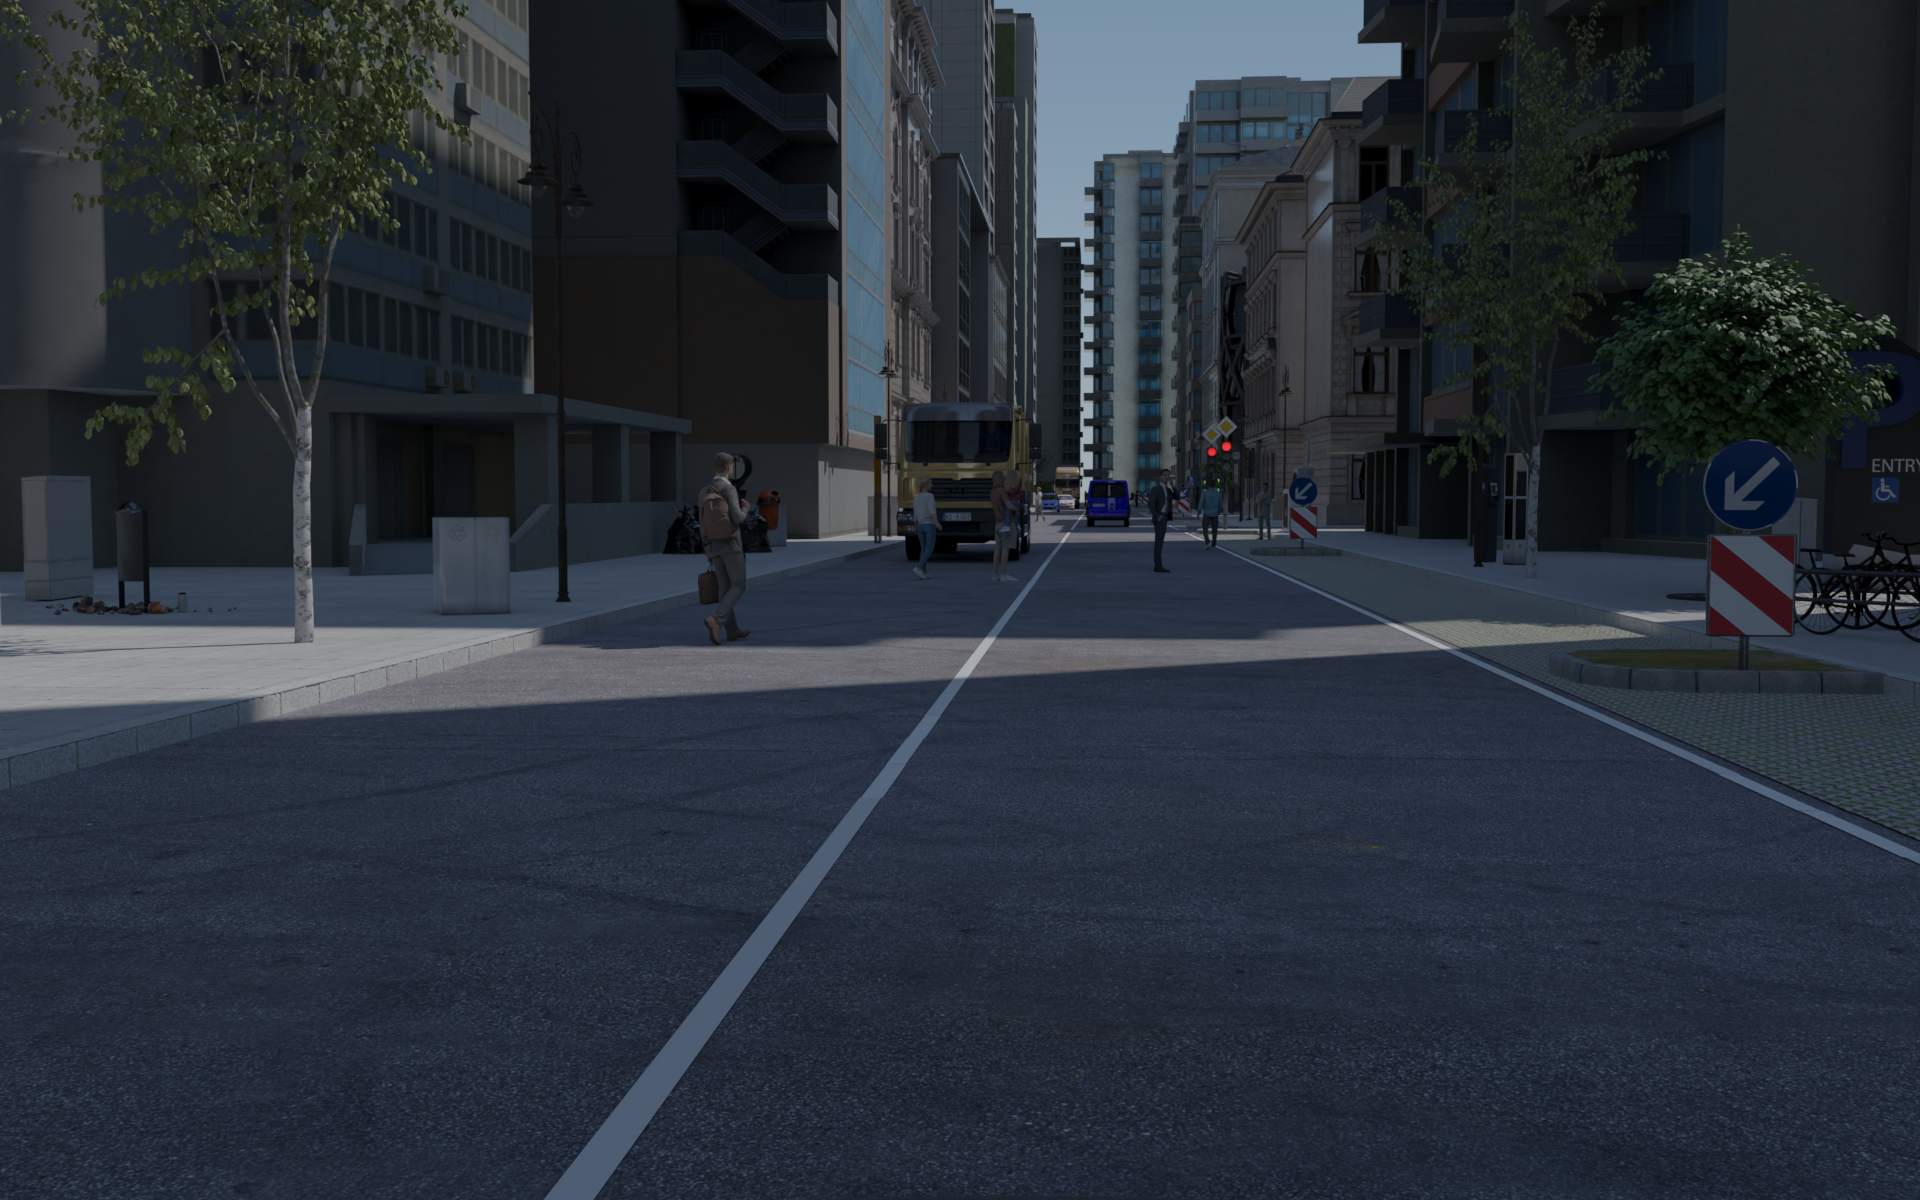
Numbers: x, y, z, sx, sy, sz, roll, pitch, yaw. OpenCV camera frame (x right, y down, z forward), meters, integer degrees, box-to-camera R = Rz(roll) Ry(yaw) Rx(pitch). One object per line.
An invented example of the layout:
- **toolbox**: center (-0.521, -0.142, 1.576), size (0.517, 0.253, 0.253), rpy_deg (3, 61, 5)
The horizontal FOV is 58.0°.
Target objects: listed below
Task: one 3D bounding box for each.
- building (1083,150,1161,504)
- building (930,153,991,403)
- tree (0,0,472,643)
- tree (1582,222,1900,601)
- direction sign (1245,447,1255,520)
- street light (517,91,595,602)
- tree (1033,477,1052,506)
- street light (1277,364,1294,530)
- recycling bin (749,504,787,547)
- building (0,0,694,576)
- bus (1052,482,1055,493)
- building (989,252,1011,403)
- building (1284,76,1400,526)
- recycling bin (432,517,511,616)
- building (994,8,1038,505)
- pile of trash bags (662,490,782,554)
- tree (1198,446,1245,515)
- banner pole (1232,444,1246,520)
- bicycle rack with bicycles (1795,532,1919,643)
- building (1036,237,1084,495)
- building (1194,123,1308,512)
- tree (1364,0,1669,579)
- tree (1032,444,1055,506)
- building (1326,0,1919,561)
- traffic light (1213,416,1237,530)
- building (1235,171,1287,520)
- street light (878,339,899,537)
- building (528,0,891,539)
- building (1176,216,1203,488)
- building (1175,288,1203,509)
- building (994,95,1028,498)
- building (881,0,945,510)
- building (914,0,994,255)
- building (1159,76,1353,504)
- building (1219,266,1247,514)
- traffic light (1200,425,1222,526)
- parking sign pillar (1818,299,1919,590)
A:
- **building**: center (32.456, -37.944, 239.995), size (30.456, 49.044, 23.786), rpy_deg (0, 4, 5)
- **building**: center (-6.014, -17.846, 110.853), size (14.314, 24.678, 30.058), rpy_deg (0, 4, 5)
- **tree**: center (-5.845, -3.946, 14.883), size (4.737, 8.622, 4.395), rpy_deg (0, 3, 0)
- **tree**: center (9.387, -2.289, 21.147), size (4.285, 4.588, 4.351), rpy_deg (0, 3, 0)
- **direction sign**: center (14.147, -5.662, 84.574), size (0.379, 3.537, 0.876), rpy_deg (-1, 4, -20)
- **street light**: center (-4.725, -2.916, 20.457), size (0.468, 5.910, 1.993), rpy_deg (0, 4, 5)
- **tree**: center (8.683, -11.961, 190.160), size (1.663, 3.219, 1.824), rpy_deg (0, 3, 0)
- **street light**: center (11.575, -5.438, 61.701), size (0.468, 5.910, 1.993), rpy_deg (0, 4, 5)
- **recycling bin**: center (-4.700, -1.810, 42.140), size (0.722, 1.027, 0.722), rpy_deg (2, 4, 27)
- **building**: center (-22.792, -21.011, 35.415), size (32.217, 40.220, 23.993), rpy_deg (0, 4, 5)
- **bus**: center (12.156, -12.365, 197.035), size (2.948, 3.499, 13.247), rpy_deg (0, 4, 5)
- **building**: center (-1.430, -17.478, 134.915), size (9.793, 20.994, 18.267), rpy_deg (0, 4, 5)
- **building**: center (24.361, -12.808, 74.039), size (19.286, 19.102, 10.561), rpy_deg (0, 4, 5)
- **recycling bin**: center (-5.278, -0.376, 18.702), size (0.722, 1.027, 0.722), rpy_deg (-2, 4, -23)
- **building**: center (-4.853, -40.909, 210.857), size (28.212, 58.520, 21.231), rpy_deg (0, 4, 5)
- **pile of trash bags**: center (-4.953, -1.738, 38.171), size (1.912, 1.369, 3.447), rpy_deg (2, 4, 25)
- **tree**: center (16.343, -7.517, 106.625), size (4.285, 4.588, 4.351), rpy_deg (0, 3, 0)
- **banner pole**: center (13.856, -5.872, 86.032), size (0.863, 3.779, 0.401), rpy_deg (3, 5, 41)
- **bicycle rack with bicycles**: center (8.546, -0.146, 15.765), size (2.852, 0.926, 2.925), rpy_deg (-3, 4, -36)
- **building**: center (5.529, -33.896, 246.074), size (23.993, 40.220, 32.217), rpy_deg (0, 4, 5)
- **building**: center (25.551, -21.304, 134.228), size (13.634, 28.700, 20.117), rpy_deg (0, 4, 5)
- **tree**: center (8.617, -4.647, 26.344), size (4.737, 8.622, 4.395), rpy_deg (0, 3, 0)
- **tree**: center (7.844, -14.374, 185.383), size (4.360, 8.622, 3.978), rpy_deg (0, 3, 0)
- **building**: center (22.465, -23.864, 44.793), size (22.147, 44.769, 28.867), rpy_deg (0, 4, 5)
- **traffic light**: center (9.530, -4.484, 62.229), size (0.839, 4.253, 0.868), rpy_deg (0, 4, 5)
- **building**: center (20.721, -13.952, 92.743), size (10.561, 19.102, 19.286), rpy_deg (0, 4, 5)
- **street light**: center (-2.131, -4.834, 51.829), size (0.468, 5.910, 1.993), rpy_deg (0, 4, 5)
- **building**: center (-10.113, -24.783, 55.308), size (14.200, 45.320, 14.600), rpy_deg (0, 4, 5)
- **building**: center (29.714, -25.055, 181.349), size (14.160, 30.474, 14.107), rpy_deg (0, 4, 5)
- **building**: center (34.381, -19.209, 159.105), size (27.650, 21.520, 28.899), rpy_deg (0, 4, 5)
- **building**: center (-0.561, -29.975, 173.684), size (14.154, 41.232, 14.086), rpy_deg (0, 4, 5)
- **building**: center (-8.573, -18.117, 83.610), size (14.401, 28.519, 23.554), rpy_deg (0, 4, 5)
- **building**: center (-5.164, -43.885, 155.765), size (20.563, 71.187, 20.611), rpy_deg (0, 4, 5)
- **building**: center (36.258, -35.655, 202.572), size (23.786, 49.044, 30.456), rpy_deg (0, 4, 5)
- **building**: center (25.813, -15.203, 116.022), size (16.820, 18.784, 16.811), rpy_deg (0, 4, 5)
- **traffic light**: center (10.165, -4.971, 70.189), size (0.839, 4.253, 0.868), rpy_deg (0, 4, 5)
- **parking sign pillar**: center (12.625, -2.157, 23.736), size (1.447, 3.967, 1.447), rpy_deg (1, 4, 10)
